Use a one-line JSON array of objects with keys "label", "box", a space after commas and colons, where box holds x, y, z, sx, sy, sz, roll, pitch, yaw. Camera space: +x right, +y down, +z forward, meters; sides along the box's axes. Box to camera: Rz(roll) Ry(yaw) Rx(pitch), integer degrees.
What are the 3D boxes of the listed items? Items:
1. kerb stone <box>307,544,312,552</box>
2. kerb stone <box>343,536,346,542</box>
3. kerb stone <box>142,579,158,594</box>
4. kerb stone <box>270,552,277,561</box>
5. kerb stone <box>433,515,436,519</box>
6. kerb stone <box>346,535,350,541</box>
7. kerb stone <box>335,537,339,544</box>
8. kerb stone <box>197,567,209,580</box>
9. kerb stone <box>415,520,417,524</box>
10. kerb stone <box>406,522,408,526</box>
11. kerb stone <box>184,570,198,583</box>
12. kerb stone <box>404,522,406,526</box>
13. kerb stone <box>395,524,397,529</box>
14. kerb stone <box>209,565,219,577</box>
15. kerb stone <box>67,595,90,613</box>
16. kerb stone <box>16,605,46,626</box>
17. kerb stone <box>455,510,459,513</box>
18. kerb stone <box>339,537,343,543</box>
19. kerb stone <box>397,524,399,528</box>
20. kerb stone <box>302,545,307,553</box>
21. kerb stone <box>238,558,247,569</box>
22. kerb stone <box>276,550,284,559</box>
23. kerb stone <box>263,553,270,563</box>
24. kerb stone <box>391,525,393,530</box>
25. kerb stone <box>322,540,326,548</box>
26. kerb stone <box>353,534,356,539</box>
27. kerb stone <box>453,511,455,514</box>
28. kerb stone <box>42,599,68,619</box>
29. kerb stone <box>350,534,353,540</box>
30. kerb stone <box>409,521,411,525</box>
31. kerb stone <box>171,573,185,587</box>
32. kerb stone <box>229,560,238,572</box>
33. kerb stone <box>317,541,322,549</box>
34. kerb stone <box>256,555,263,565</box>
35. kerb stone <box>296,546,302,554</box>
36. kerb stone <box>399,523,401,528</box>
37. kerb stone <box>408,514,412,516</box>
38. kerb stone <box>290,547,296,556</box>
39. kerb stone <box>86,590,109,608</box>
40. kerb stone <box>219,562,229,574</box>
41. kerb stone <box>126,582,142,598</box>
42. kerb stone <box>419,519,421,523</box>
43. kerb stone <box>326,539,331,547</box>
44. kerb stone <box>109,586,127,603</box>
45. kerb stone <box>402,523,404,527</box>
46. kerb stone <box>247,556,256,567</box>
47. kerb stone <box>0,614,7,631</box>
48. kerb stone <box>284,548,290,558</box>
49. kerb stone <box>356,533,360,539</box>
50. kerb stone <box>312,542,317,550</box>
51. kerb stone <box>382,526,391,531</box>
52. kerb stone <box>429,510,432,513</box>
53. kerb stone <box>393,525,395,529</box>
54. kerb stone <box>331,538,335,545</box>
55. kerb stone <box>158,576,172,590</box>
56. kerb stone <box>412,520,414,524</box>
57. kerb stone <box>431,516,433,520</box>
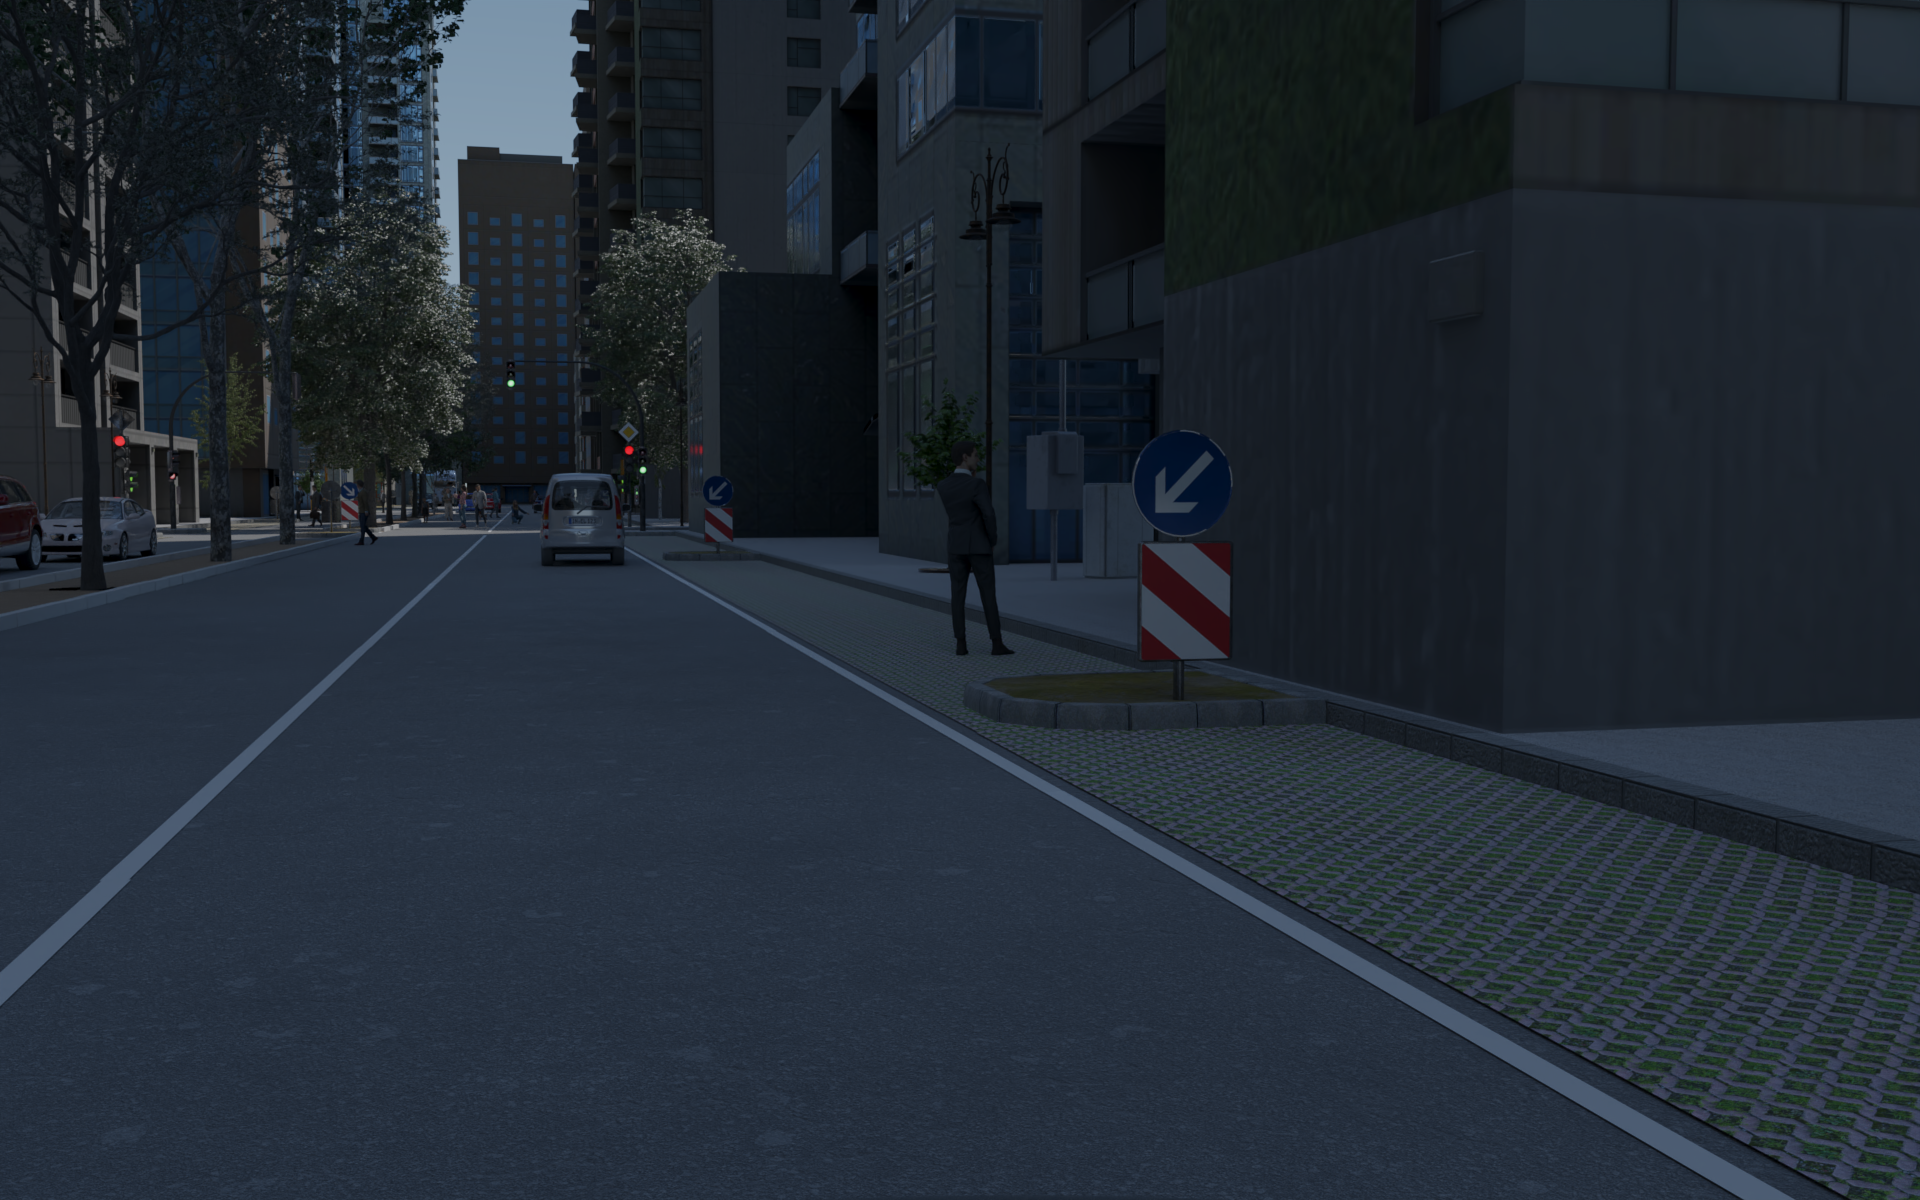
[{"label": "kerb stone", "box": [-16.294, -1.272, 43.067, 0.120, 0.150, 1.000, -1, 4, -14]}, {"label": "kerb stone", "box": [-18.267, -1.763, 51.028, 0.120, 0.150, 1.000, -1, 4, -14]}, {"label": "kerb stone", "box": [-11.847, -0.179, 25.122, 0.120, 0.150, 1.000, -1, 4, -14]}, {"label": "kerb stone", "box": [-14.816, -0.903, 37.102, 0.120, 0.150, 1.000, -1, 4, -14]}, {"label": "kerb stone", "box": [-30.283, -4.718, 99.342, 0.120, 0.150, 1.000, -1, 4, -14]}, {"label": "kerb stone", "box": [-18.522, -1.820, 52.018, 0.120, 0.150, 1.000, -1, 4, -14]}, {"label": "kerb stone", "box": [-17.775, -1.642, 49.038, 0.120, 0.150, 1.000, -1, 4, -14]}, {"label": "kerb stone", "box": [-12.826, -0.422, 29.115, 0.120, 0.150, 1.000, -1, 4, -14]}, {"label": "kerb stone", "box": [-26.072, -3.682, 82.401, 0.120, 0.150, 1.000, -1, 4, -14]}, {"label": "kerb stone", "box": [-24.582, -3.316, 76.412, 0.120, 0.150, 1.000, -1, 4, -14]}, {"label": "kerb stone", "box": [-12.581, -0.360, 28.121, 0.120, 0.150, 1.000, -1, 4, -14]}, {"label": "kerb stone", "box": [-24.335, -3.252, 75.413, 0.120, 0.150, 1.000, -1, 4, -14]}, {"label": "kerb stone", "box": [-23.088, -2.950, 70.432, 0.120, 0.150, 1.000, -1, 4, -14]}, {"label": "kerb stone", "box": [-13.084, -0.484, 30.105, 0.120, 0.150, 1.000, -1, 4, -14]}, {"label": "kerb stone", "box": [-10.853, 0.069, 21.153, 0.120, 0.150, 1.000, -1, 4, -14]}, {"label": "kerb stone", "box": [-10.354, 0.185, 19.170, 0.120, 0.150, 1.000, -1, 4, -14]}, {"label": "kerb stone", "box": [-38.684, -6.782, 133.188, 0.120, 0.150, 1.000, -1, 4, -14]}, {"label": "kerb stone", "box": [-18.029, -1.703, 50.034, 0.120, 0.150, 1.000, -1, 4, -14]}, {"label": "kerb stone", "box": [-23.346, -3.011, 71.421, 0.120, 0.150, 1.000, -1, 4, -14]}, {"label": "kerb stone", "box": [-16.047, -1.216, 42.072, 0.120, 0.150, 1.000, -1, 4, -14]}, {"label": "kerb stone", "box": [-13.824, -0.667, 33.101, 0.120, 0.150, 1.000, -1, 4, -14]}, {"label": "kerb stone", "box": [-15.063, -0.973, 38.102, 0.120, 0.150, 1.000, -1, 4, -14]}, {"label": "kerb stone", "box": [-14.574, -0.844, 36.108, 0.120, 0.150, 1.000, -1, 4, -14]}, {"label": "kerb stone", "box": [-22.602, -2.829, 68.443, 0.120, 0.150, 1.000, -1, 4, -14]}, {"label": "kerb stone", "box": [-17.042, -1.458, 46.041, 0.120, 0.150, 1.000, -1, 4, -14]}, {"label": "kerb stone", "box": [-19.021, -1.946, 54.012, 0.120, 0.150, 1.000, -1, 4, -14]}, {"label": "kerb stone", "box": [-36.463, -6.239, 124.239, 0.120, 0.150, 1.000, -1, 4, -14]}, {"label": "kerb stone", "box": [-10.605, 0.124, 20.161, 0.120, 0.150, 1.000, -1, 4, -14]}, {"label": "kerb stone", "box": [-18.768, -1.885, 53.016, 0.120, 0.150, 1.000, -1, 4, -14]}, {"label": "kerb stone", "box": [-25.080, -3.438, 78.407, 0.120, 0.150, 1.000, -1, 4, -14]}, {"label": "kerb stone", "box": [-12.335, -0.298, 27.111, 0.120, 0.150, 1.000, -1, 4, -14]}, {"label": "kerb stone", "box": [-13.574, -0.604, 32.110, 0.120, 0.150, 1.000, -1, 4, -14]}, {"label": "kerb stone", "box": [-16.796, -1.395, 45.049, 0.120, 0.150, 1.000, -1, 4, -14]}, {"label": "kerb stone", "box": [-14.323, -0.790, 35.110, 0.120, 0.150, 1.000, -1, 4, -14]}, {"label": "kerb stone", "box": [-15.804, -1.155, 41.079, 0.120, 0.150, 1.000, -1, 4, -14]}, {"label": "kerb stone", "box": [-23.586, -3.070, 72.415, 0.120, 0.150, 1.000, -1, 4, -14]}, {"label": "kerb stone", "box": [-35.768, -5.537, 112.721, 0.120, 0.150, 1.000, -1, 4, -14]}, {"label": "kerb stone", "box": [-15.554, -1.088, 40.086, 0.120, 0.150, 1.000, -1, 4, -14]}, {"label": "kerb stone", "box": [-11.100, 0.003, 22.146, 0.120, 0.150, 1.000, -1, 4, -14]}, {"label": "kerb stone", "box": [-13.327, -0.545, 31.103, 0.120, 0.150, 1.000, -1, 4, -14]}, {"label": "kerb stone", "box": [-11.601, -0.118, 24.128, 0.120, 0.150, 1.000, -1, 4, -14]}, {"label": "kerb stone", "box": [-26.817, -3.865, 85.388, 0.120, 0.150, 1.000, -1, 4, -14]}, {"label": "kerb stone", "box": [-17.282, -1.518, 47.042, 0.120, 0.150, 1.000, -1, 4, -14]}, {"label": "kerb stone", "box": [-11.342, -0.055, 23.139, 0.120, 0.150, 1.000, -1, 4, -14]}, {"label": "kerb stone", "box": [-24.087, -3.191, 74.414, 0.120, 0.150, 1.000, -1, 4, -14]}, {"label": "kerb stone", "box": [-14.065, -0.728, 34.105, 0.120, 0.150, 1.000, -1, 4, -14]}, {"label": "kerb stone", "box": [-10.109, 0.247, 18.175, 0.120, 0.150, 1.000, -1, 4, -14]}, {"label": "kerb stone", "box": [-15.308, -1.034, 39.094, 0.120, 0.150, 1.000, -1, 4, -14]}, {"label": "kerb stone", "box": [-19.263, -2.006, 55.012, 0.120, 0.150, 1.000, -1, 4, -14]}, {"label": "kerb stone", "box": [-16.546, -1.337, 44.058, 0.120, 0.150, 1.000, -1, 4, -14]}, {"label": "kerb stone", "box": [-22.360, -2.765, 67.450, 0.120, 0.150, 1.000, -1, 4, -14]}, {"label": "kerb stone", "box": [-41.697, -6.998, 136.605, 0.120, 0.150, 1.000, -1, 4, -14]}, {"label": "kerb stone", "box": [-22.850, -2.887, 69.435, 0.120, 0.150, 1.000, -1, 4, -14]}, {"label": "kerb stone", "box": [-17.537, -1.579, 48.044, 0.120, 0.150, 1.000, -1, 4, -14]}, {"label": "kerb stone", "box": [-12.089, -0.232, 26.115, 0.120, 0.150, 1.000, -1, 4, -14]}, {"label": "kerb stone", "box": [-25.574, -3.560, 80.394, 0.120, 0.150, 1.000, -1, 4, -14]}, {"label": "kerb stone", "box": [-29.533, -4.536, 96.352, 0.120, 0.150, 1.000, -1, 4, -14]}]
